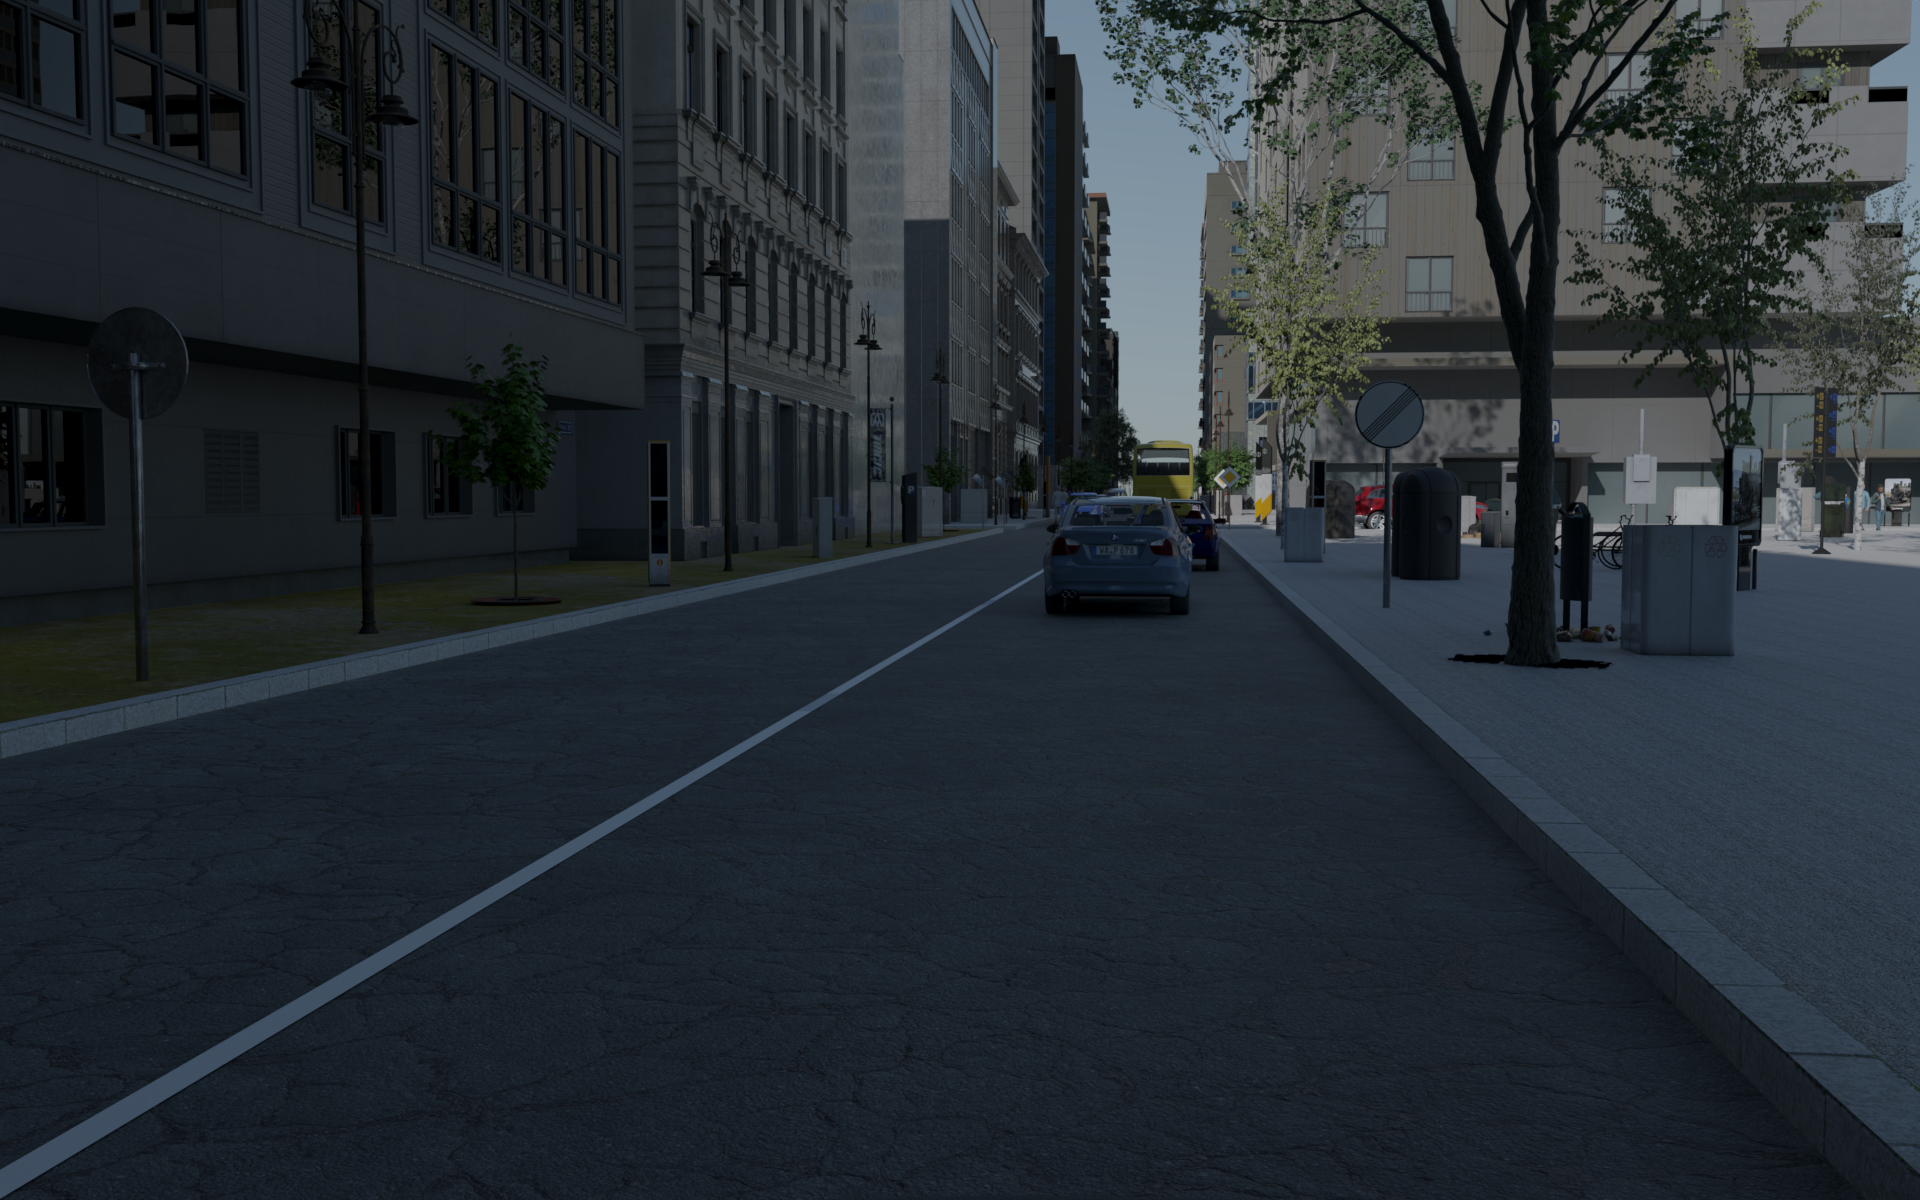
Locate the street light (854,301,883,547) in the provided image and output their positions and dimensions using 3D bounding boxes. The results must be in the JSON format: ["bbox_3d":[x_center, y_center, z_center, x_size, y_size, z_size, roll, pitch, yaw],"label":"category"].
[{"bbox_3d":[-2.194,-4.211,41.632,0.468,5.910,1.993,0,4,7],"label":"street light"}]

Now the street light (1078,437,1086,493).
[{"bbox_3d":[9.541,-10.082,137.628,0.468,5.910,1.993,0,4,7],"label":"street light"}]

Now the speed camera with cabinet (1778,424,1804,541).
[{"bbox_3d":[23.048,-3.285,48.042,0.660,3.252,2.038,2,4,25],"label":"speed camera with cabinet"}]

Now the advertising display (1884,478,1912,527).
[{"bbox_3d":[37.045,-3.868,68.458,0.974,1.923,0.123,2,4,24],"label":"advertising display"}]

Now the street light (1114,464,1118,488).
[{"bbox_3d":[18.872,-14.691,212.991,0.468,5.910,1.993,0,4,7],"label":"street light"}]

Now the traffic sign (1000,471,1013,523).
[{"bbox_3d":[2.038,-4.512,75.901,0.606,2.300,0.079,1,4,9],"label":"traffic sign"}]

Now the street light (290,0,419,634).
[{"bbox_3d":[-5.445,-2.629,15.772,0.468,5.910,1.993,0,4,7],"label":"street light"}]

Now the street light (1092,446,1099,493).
[{"bbox_3d":[12.445,-11.523,161.191,0.468,5.910,1.993,0,4,7],"label":"street light"}]

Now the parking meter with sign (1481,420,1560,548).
[{"bbox_3d":[13.268,-2.746,41.152,1.738,3.016,0.543,3,5,42],"label":"parking meter with sign"}]

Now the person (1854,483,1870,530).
[{"bbox_3d":[32.152,-3.265,61.752,0.748,1.841,0.638,-2,4,-27],"label":"person"}]

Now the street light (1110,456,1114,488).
[{"bbox_3d":[17.187,-13.888,199.856,0.468,5.910,1.993,0,4,7],"label":"street light"}]

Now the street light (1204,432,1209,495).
[{"bbox_3d":[16.846,-8.784,116.407,0.468,5.910,1.993,0,4,7],"label":"street light"}]

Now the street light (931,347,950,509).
[{"bbox_3d":[-0.615,-4.999,54.521,0.468,5.910,1.993,0,4,7],"label":"street light"}]

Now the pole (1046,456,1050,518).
[{"bbox_3d":[4.760,-6.104,93.645,0.158,3.312,0.155,0,3,0],"label":"pole"}]

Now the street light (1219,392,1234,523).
[{"bbox_3d":[11.960,-6.386,77.201,0.468,5.910,1.993,0,4,7],"label":"street light"}]

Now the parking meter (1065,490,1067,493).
[{"bbox_3d":[7.597,-6.933,121.762,0.372,1.533,0.369,0,3,0],"label":"parking meter"}]

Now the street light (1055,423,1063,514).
[{"bbox_3d":[6.344,-8.473,111.317,0.468,5.910,1.993,0,4,7],"label":"street light"}]

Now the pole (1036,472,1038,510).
[{"bbox_3d":[6.336,-9.142,143.318,0.158,3.312,0.155,0,3,0],"label":"pole"}]

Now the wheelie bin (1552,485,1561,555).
[{"bbox_3d":[12.085,-1.736,36.284,0.980,1.594,0.693,-1,4,-22],"label":"wheelie bin"}]

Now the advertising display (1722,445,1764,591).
[{"bbox_3d":[10.378,-1.086,22.971,0.974,1.923,0.123,-3,5,-43],"label":"advertising display"}]

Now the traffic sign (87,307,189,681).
[{"bbox_3d":[-5.617,-0.717,11.823,0.768,2.556,0.104,1,4,11],"label":"traffic sign"}]

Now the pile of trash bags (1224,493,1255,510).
[{"bbox_3d":[22.586,-8.039,141.191,1.912,1.369,3.447,-2,4,-26],"label":"pile of trash bags"}]

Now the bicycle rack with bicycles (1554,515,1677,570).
[{"bbox_3d":[11.722,-0.984,29.477,2.925,0.926,2.852,2,4,28],"label":"bicycle rack with bicycles"}]

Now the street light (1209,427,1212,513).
[{"bbox_3d":[15.209,-7.962,102.967,0.468,5.910,1.993,0,4,7],"label":"street light"}]

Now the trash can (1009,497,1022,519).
[{"bbox_3d":[2.870,-4.809,90.281,0.748,1.137,0.748,0,3,0],"label":"trash can"}]

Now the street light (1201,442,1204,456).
[{"bbox_3d":[18.506,-9.595,129.658,0.468,5.910,1.993,0,4,7],"label":"street light"}]

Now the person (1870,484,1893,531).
[{"bbox_3d":[33.313,-3.295,62.723,0.623,1.781,0.721,-2,4,-27],"label":"person"}]

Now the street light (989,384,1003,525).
[{"bbox_3d":[1.485,-6.053,71.747,0.468,5.910,1.993,0,4,7],"label":"street light"}]

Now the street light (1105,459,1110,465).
[{"bbox_3d":[15.642,-13.099,186.964,0.468,5.910,1.993,0,4,7],"label":"street light"}]

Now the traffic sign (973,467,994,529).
[{"bbox_3d":[0.852,-3.647,63.266,0.795,2.450,0.064,0,4,7],"label":"traffic sign"}]

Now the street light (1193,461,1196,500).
[{"bbox_3d":[23.131,-11.937,167.962,0.468,5.910,1.993,0,4,7],"label":"street light"}]

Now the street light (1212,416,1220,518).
[{"bbox_3d":[13.520,-7.175,90.092,0.468,5.910,1.993,0,4,7],"label":"street light"}]

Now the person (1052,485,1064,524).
[{"bbox_3d":[4.690,-4.516,82.213,0.514,1.842,0.818,-2,4,-31],"label":"person"}]

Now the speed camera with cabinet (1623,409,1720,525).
[{"bbox_3d":[16.560,-2.813,40.333,2.038,3.252,0.660,1,4,14],"label":"speed camera with cabinet"}]

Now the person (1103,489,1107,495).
[{"bbox_3d":[11.532,-7.818,136.505,0.709,1.800,0.728,2,4,27],"label":"person"}]

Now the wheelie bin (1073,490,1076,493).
[{"bbox_3d":[8.206,-7.317,127.537,0.693,1.594,0.980,3,4,37],"label":"wheelie bin"}]

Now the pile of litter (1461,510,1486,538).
[{"bbox_3d":[15.370,-2.224,50.321,1.719,0.858,1.176,2,4,34],"label":"pile of litter"}]

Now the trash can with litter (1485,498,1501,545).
[{"bbox_3d":[13.802,-2.004,44.151,0.624,1.170,1.055,0,4,-4],"label":"trash can with litter"}]

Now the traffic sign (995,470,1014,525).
[{"bbox_3d":[1.828,-4.131,71.191,0.795,2.450,0.064,0,4,7],"label":"traffic sign"}]

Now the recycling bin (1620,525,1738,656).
[{"bbox_3d":[5.822,-0.092,14.054,0.722,1.027,0.722,0,4,7],"label":"recycling bin"}]

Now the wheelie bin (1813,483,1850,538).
[{"bbox_3d":[25.790,-2.651,51.256,0.980,1.594,0.693,2,4,27],"label":"wheelie bin"}]

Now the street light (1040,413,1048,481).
[{"bbox_3d":[4.793,-7.684,98.425,0.468,5.910,1.993,0,4,7],"label":"street light"}]

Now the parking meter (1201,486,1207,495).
[{"bbox_3d":[17.335,-7.168,122.913,0.255,1.863,0.399,-2,4,-35],"label":"parking meter"}]

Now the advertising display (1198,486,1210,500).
[{"bbox_3d":[18.961,-7.917,134.656,0.974,1.923,0.123,-1,4,-15],"label":"advertising display"}]

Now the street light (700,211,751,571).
[{"bbox_3d":[-3.857,-3.417,28.659,0.468,5.910,1.993,0,4,7],"label":"street light"}]

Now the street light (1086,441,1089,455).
[{"bbox_3d":[10.750,-10.702,147.768,0.468,5.910,1.993,0,4,7],"label":"street light"}]

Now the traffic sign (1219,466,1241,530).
[{"bbox_3d":[9.677,-3.579,62.162,0.795,2.450,0.064,0,4,7],"label":"traffic sign"}]

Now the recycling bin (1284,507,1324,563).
[{"bbox_3d":[6.524,-1.241,32.839,0.722,1.027,0.722,1,4,11],"label":"recycling bin"}]

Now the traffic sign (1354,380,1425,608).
[{"bbox_3d":[4.814,-1.185,19.473,0.768,2.556,0.104,1,4,10],"label":"traffic sign"}]

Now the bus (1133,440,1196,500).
[{"bbox_3d":[9.258,-5.316,78.471,2.896,3.916,12.252,0,4,7],"label":"bus"}]

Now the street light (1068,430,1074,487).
[{"bbox_3d":[8.013,-9.285,124.594,0.468,5.910,1.993,0,4,7],"label":"street light"}]

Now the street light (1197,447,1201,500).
[{"bbox_3d":[20.216,-10.483,144.191,0.468,5.910,1.993,0,4,7],"label":"street light"}]

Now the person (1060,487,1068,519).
[{"bbox_3d":[5.305,-4.882,88.540,0.478,1.798,0.641,3,5,44],"label":"person"}]

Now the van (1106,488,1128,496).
[{"bbox_3d":[11.281,-7.212,124.922,2.013,2.044,4.112,0,4,8],"label":"van"}]

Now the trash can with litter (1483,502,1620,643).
[{"bbox_3d":[5.593,-0.288,15.765,1.678,1.210,2.233,0,4,2],"label":"trash can with litter"}]

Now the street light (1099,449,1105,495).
[{"bbox_3d":[14.039,-12.311,174.078,0.468,5.910,1.993,0,4,7],"label":"street light"}]

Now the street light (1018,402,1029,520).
[{"bbox_3d":[3.160,-6.896,85.543,0.468,5.910,1.993,0,4,7],"label":"street light"}]

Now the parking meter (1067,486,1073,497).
[{"bbox_3d":[7.572,-6.930,119.021,0.399,1.863,0.255,1,4,12],"label":"parking meter"}]

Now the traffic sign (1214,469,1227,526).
[{"bbox_3d":[10.653,-4.064,70.087,0.795,2.450,0.064,0,4,7],"label":"traffic sign"}]
